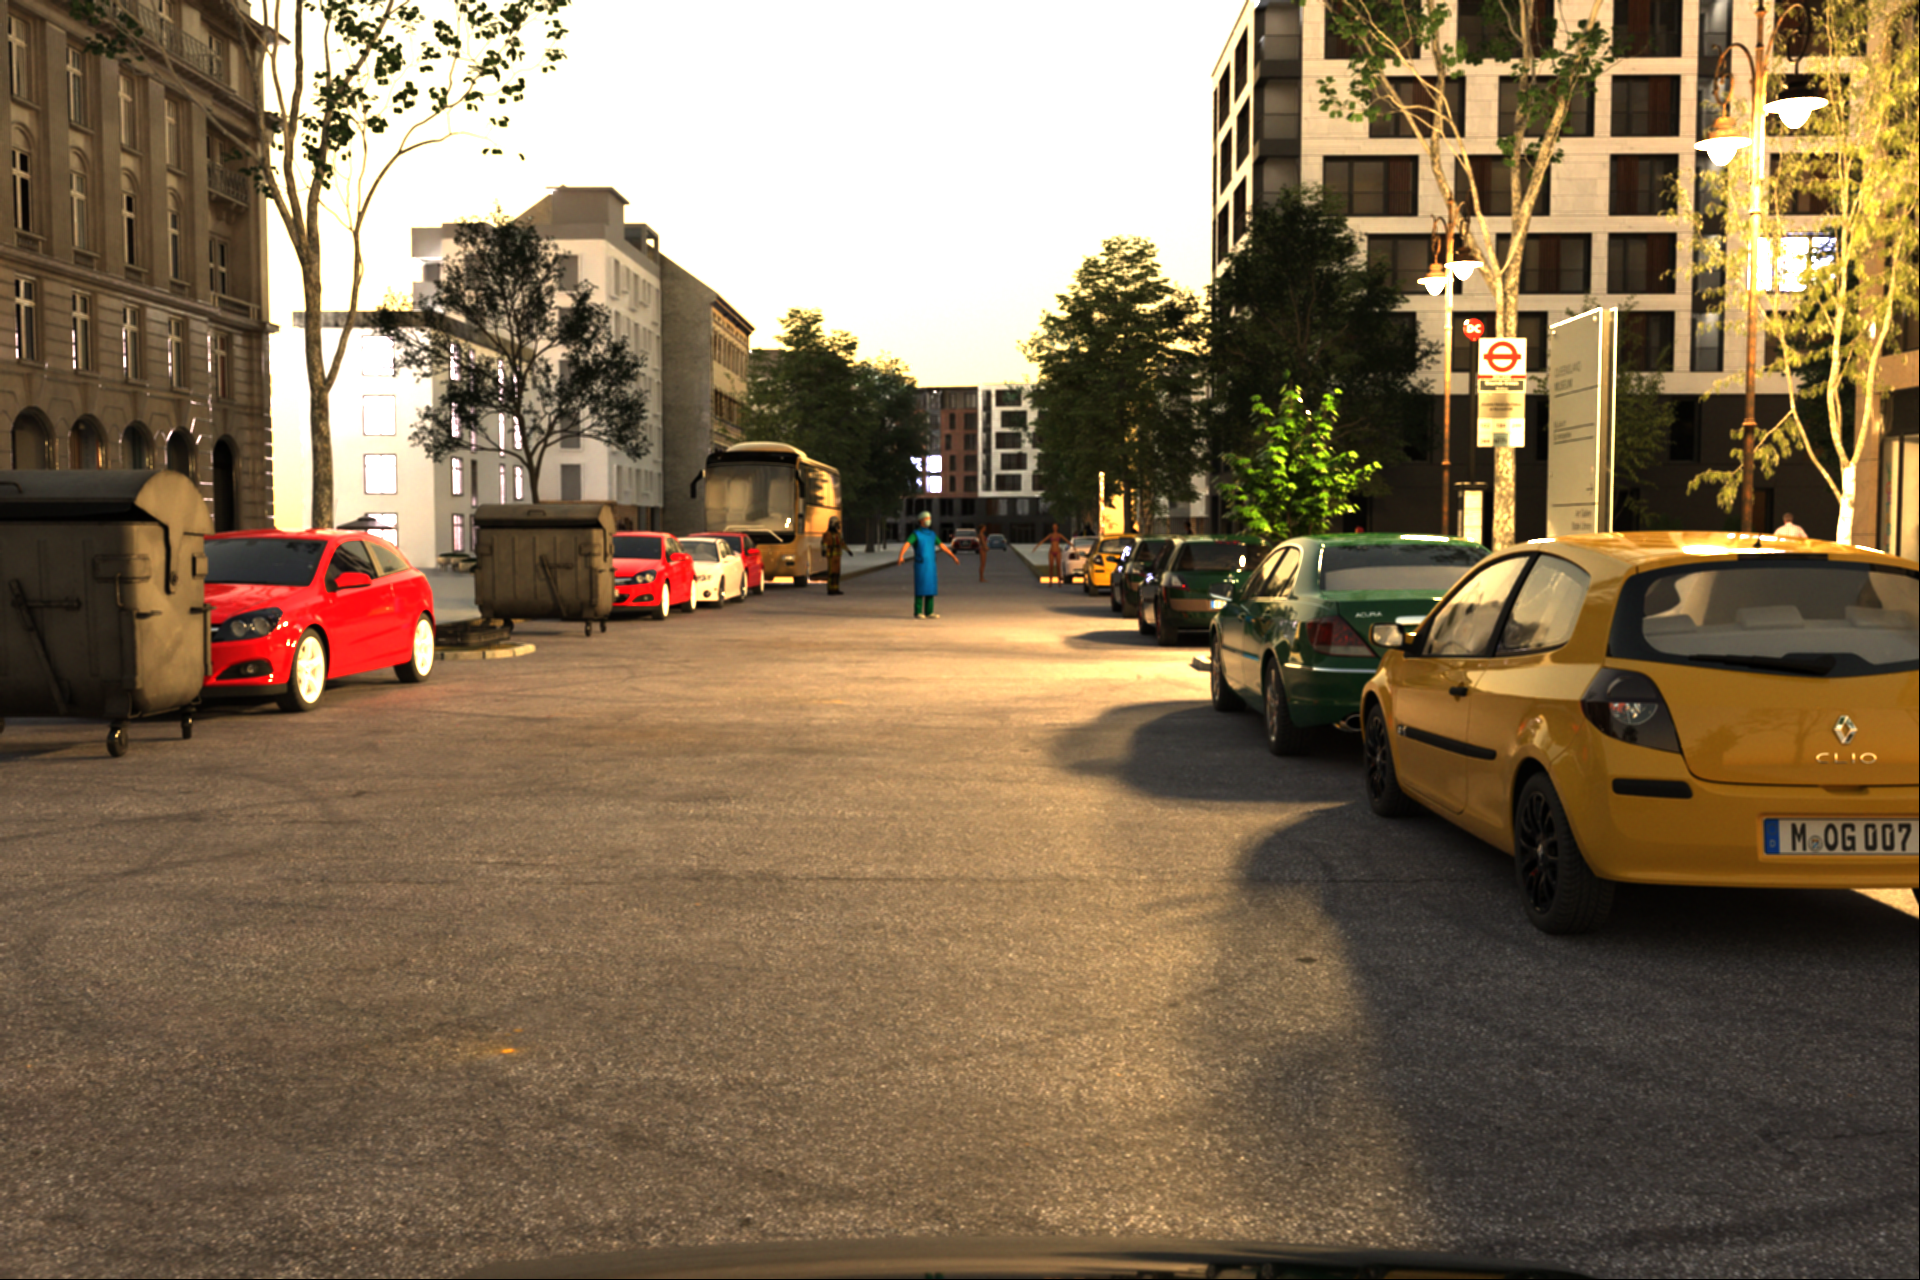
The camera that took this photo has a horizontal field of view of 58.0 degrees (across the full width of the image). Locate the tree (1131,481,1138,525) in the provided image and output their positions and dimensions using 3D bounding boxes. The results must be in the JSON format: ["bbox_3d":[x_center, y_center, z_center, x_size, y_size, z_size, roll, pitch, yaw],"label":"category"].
[{"bbox_3d":[27.037,-20.085,246.515,7.486,12.596,7.792,0,3,0],"label":"tree"}]

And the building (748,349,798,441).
[{"bbox_3d":[-23.013,-19.690,178.344,16.016,20.090,11.380,0,4,1],"label":"building"}]

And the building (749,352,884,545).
[{"bbox_3d":[-24.147,-22.424,210.600,27.936,21.610,32.646,0,4,1],"label":"building"}]

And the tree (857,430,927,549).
[{"bbox_3d":[-6.540,-12.907,145.435,8.767,10.594,7.601,2,4,28],"label":"tree"}]

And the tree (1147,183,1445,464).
[{"bbox_3d":[9.466,-6.822,45.955,8.767,10.594,7.601,-3,4,-38],"label":"tree"}]

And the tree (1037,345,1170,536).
[{"bbox_3d":[7.713,-10.233,93.067,9.928,11.665,9.643,0,3,0],"label":"tree"}]

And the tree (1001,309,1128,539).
[{"bbox_3d":[9.228,-17.683,145.009,12.611,20.169,13.585,0,3,0],"label":"tree"}]

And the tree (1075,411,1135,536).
[{"bbox_3d":[7.645,-9.152,100.006,4.360,8.622,3.978,0,3,0],"label":"tree"}]

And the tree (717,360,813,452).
[{"bbox_3d":[-8.169,-7.487,72.770,4.737,8.622,4.395,0,3,0],"label":"tree"}]

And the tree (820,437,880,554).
[{"bbox_3d":[-7.644,-9.742,109.642,4.360,8.622,3.978,0,3,0],"label":"tree"}]

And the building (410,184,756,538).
[{"bbox_3d":[-24.815,-17.580,118.365,19.493,23.208,18.063,0,4,1],"label":"building"}]

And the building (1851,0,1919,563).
[{"bbox_3d":[27.654,-13.123,17.771,19.351,26.588,34.151,0,4,1],"label":"building"}]

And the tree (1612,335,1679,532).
[{"bbox_3d":[22.808,-6.730,60.398,4.737,8.622,4.395,0,3,0],"label":"tree"}]

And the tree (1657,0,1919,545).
[{"bbox_3d":[9.682,-4.183,18.762,4.360,8.622,3.978,0,3,0],"label":"tree"}]

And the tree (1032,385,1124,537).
[{"bbox_3d":[8.814,-12.646,124.886,7.486,12.596,7.792,0,3,0],"label":"tree"}]

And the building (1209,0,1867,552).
[{"bbox_3d":[25.179,-14.407,79.531,27.936,21.610,32.646,0,4,1],"label":"building"}]

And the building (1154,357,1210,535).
[{"bbox_3d":[25.622,-19.891,181.638,16.016,20.090,11.380,0,4,1],"label":"building"}]

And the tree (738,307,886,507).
[{"bbox_3d":[-7.527,-10.342,87.221,7.486,12.596,7.792,0,3,0],"label":"tree"}]

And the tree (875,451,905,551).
[{"bbox_3d":[-5.960,-11.106,131.952,4.737,8.622,4.395,0,3,0],"label":"tree"}]

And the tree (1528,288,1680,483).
[{"bbox_3d":[19.486,-6.265,52.790,4.737,8.622,4.395,0,3,0],"label":"tree"}]

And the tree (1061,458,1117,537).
[{"bbox_3d":[8.022,-10.170,116.640,4.360,8.622,3.978,0,3,0],"label":"tree"}]

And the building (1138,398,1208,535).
[{"bbox_3d":[30.882,-22.649,201.234,19.493,23.208,18.063,0,4,1],"label":"building"}]

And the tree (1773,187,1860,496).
[{"bbox_3d":[29.642,-8.900,52.165,9.857,13.997,8.962,0,3,0],"label":"tree"}]

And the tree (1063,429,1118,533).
[{"bbox_3d":[8.687,-9.840,111.245,4.360,8.622,3.978,0,3,0],"label":"tree"}]

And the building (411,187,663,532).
[{"bbox_3d":[-23.902,-14.642,95.811,16.016,20.090,11.380,0,4,1],"label":"building"}]

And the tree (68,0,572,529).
[{"bbox_3d":[-12.894,-10.729,31.314,12.611,20.169,13.585,0,3,0],"label":"tree"}]

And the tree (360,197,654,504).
[{"bbox_3d":[-11.928,-6.965,48.287,7.601,10.594,8.767,2,4,30],"label":"tree"}]

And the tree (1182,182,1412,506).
[{"bbox_3d":[10.974,-8.484,56.840,7.486,12.596,7.792,0,3,0],"label":"tree"}]

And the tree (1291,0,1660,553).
[{"bbox_3d":[8.832,-10.763,31.857,12.611,20.169,13.585,0,3,0],"label":"tree"}]

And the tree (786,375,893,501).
[{"bbox_3d":[-7.302,-10.052,98.766,7.601,10.594,8.767,-1,4,-23],"label":"tree"}]

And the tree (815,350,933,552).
[{"bbox_3d":[-6.341,-13.134,121.396,9.857,13.997,8.962,0,3,0],"label":"tree"}]

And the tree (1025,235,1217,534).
[{"bbox_3d":[6.047,-9.083,66.628,7.486,12.596,7.792,0,3,0],"label":"tree"}]

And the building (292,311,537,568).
[{"bbox_3d":[-23.921,-8.391,79.344,9.099,9.664,28.070,0,4,1],"label":"building"}]

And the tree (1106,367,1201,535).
[{"bbox_3d":[7.715,-7.603,74.675,4.360,8.622,3.978,0,3,0],"label":"tree"}]

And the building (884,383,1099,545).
[{"bbox_3d":[2.864,-24.538,247.621,32.646,21.610,27.936,1,4,11],"label":"building"}]

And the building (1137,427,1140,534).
[{"bbox_3d":[28.158,-22.508,224.423,16.016,20.090,11.380,0,4,1],"label":"building"}]
